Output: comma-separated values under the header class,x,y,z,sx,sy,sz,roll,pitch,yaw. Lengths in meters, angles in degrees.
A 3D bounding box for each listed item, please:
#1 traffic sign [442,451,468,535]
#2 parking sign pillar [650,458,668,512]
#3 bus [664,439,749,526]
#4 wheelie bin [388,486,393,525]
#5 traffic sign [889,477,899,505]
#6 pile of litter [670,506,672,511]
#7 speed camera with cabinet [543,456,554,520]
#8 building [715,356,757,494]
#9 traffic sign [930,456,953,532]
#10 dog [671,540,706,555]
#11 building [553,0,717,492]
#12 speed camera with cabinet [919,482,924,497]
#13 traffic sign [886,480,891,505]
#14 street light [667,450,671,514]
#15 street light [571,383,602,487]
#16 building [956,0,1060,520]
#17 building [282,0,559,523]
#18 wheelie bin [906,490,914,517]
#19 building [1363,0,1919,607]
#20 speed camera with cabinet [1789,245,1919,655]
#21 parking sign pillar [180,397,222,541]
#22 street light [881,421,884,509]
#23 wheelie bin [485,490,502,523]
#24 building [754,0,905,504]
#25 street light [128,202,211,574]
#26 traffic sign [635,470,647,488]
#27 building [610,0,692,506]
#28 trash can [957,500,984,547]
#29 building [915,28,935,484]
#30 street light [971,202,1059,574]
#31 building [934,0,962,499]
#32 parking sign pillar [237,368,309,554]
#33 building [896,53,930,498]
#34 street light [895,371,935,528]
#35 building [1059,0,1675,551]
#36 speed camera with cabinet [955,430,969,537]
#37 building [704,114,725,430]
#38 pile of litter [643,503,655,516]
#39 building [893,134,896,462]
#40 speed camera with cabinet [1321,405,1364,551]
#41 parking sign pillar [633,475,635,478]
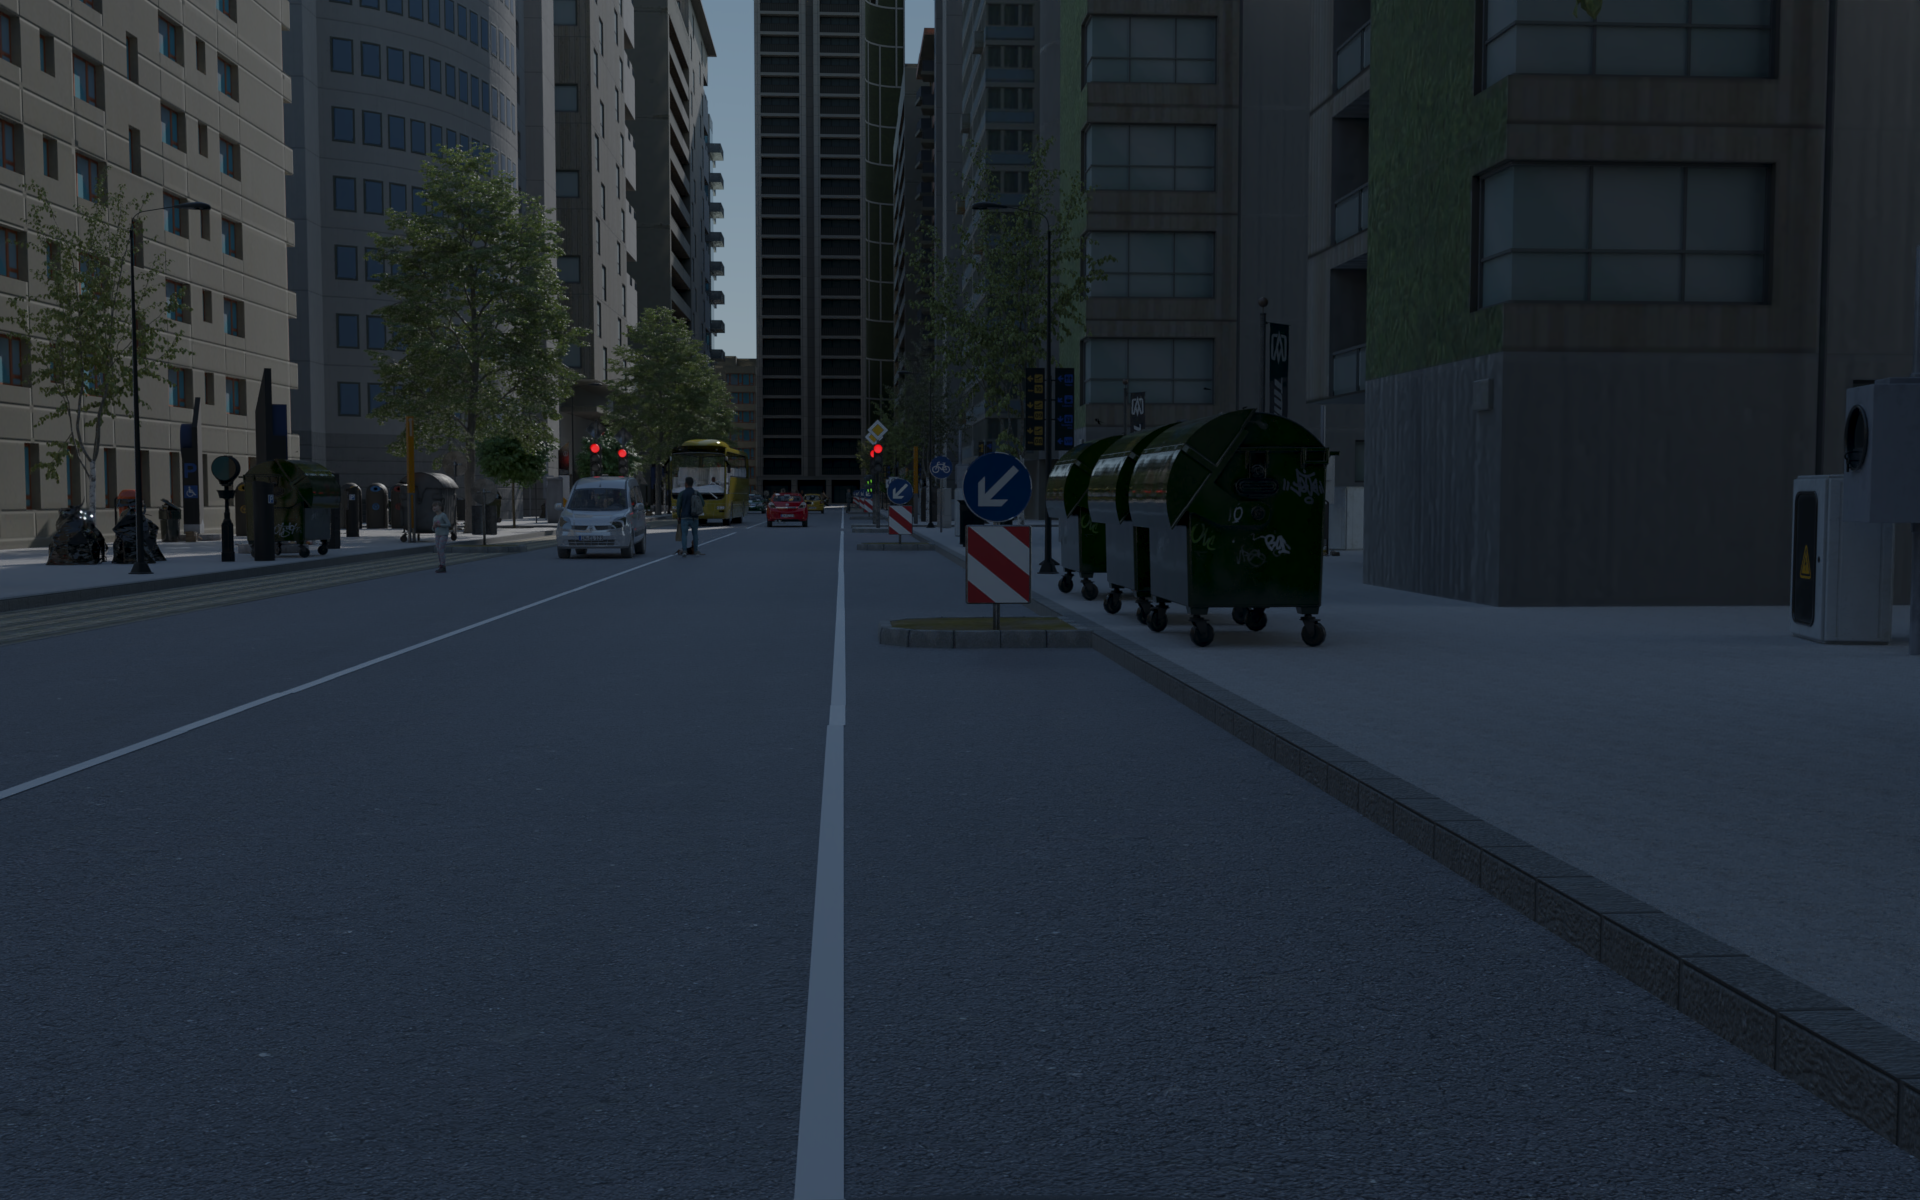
class,x,y,z,sx,sy,sz,roll,pitch,yaw
traffic sign,-14.883,-3.115,51.030,0.768,2.556,0.104,0,4,2
parking sign pillar,-21.657,-8.346,124.925,1.447,3.967,1.447,1,4,13
bus,-11.699,-5.505,81.549,2.896,3.916,12.252,0,4,-2
wheelie bin,-23.238,-3.895,71.598,0.980,1.594,0.693,1,4,10
traffic sign,-3.950,-6.210,103.659,0.606,2.300,0.079,0,4,2
pile of litter,-23.900,-7.907,143.238,1.719,0.858,1.176,0,4,3
speed camera with cabinet,-20.027,-5.598,85.863,0.660,3.252,2.038,-2,4,-35
building,-42.901,-24.565,246.682,28.899,21.520,27.650,0,4,-4
traffic sign,-0.628,-3.528,57.784,0.768,2.556,0.104,0,4,4
dog,-6.384,-1.254,40.695,0.748,0.427,0.550,3,5,42
building,-40.504,-36.195,181.029,28.713,52.752,27.495,0,4,-4
speed camera with cabinet,-3.092,-7.743,120.926,0.660,3.252,2.038,1,4,17
traffic sign,-4.842,-7.221,120.187,0.606,2.300,0.079,0,4,5
street light,-18.115,-8.462,110.894,1.470,5.913,1.316,0,4,-4
street light,-15.671,-6.118,72.577,1.470,5.913,1.316,0,4,-4
building,12.319,-24.429,91.295,23.993,40.220,32.217,0,4,-4
building,-33.275,-33.302,86.487,21.231,58.520,28.212,0,4,-4
wheelie bin,-2.726,-5.466,97.269,0.693,1.594,0.980,0,4,7
building,12.649,-20.923,25.680,14.154,41.232,14.086,0,4,-4
speed camera with cabinet,7.606,-1.238,14.576,0.660,3.252,2.038,1,4,10
parking sign pillar,-21.095,-3.616,47.599,1.447,3.967,1.447,-1,4,-19
street light,-4.609,-8.410,110.038,1.470,5.913,1.316,0,4,-4
wheelie bin,-20.886,-4.246,77.335,0.980,1.594,0.693,3,5,44
building,-17.960,-49.233,243.217,20.611,71.187,20.563,0,4,-4
street light,-12.610,-3.371,27.658,1.470,5.913,1.316,0,4,-4
traffic sign,-17.496,-5.785,94.590,0.884,2.594,0.081,0,4,3
building,-35.975,-32.612,156.904,21.300,48.544,21.600,0,4,-4
trash can,0.293,-1.860,42.072,0.748,1.137,0.748,0,3,0
building,7.072,-31.131,163.614,22.147,44.769,28.867,0,4,-4
street light,0.880,-3.375,27.717,1.470,5.913,1.316,0,4,-4
building,8.678,-35.490,122.265,21.231,58.520,28.212,0,4,-4
parking sign pillar,-15.020,-3.015,37.768,1.447,3.967,1.447,-2,4,-31
building,4.299,-34.548,188.556,21.300,48.544,21.600,0,4,-4
street light,-1.650,-5.683,65.453,1.470,5.913,1.316,0,4,-4
building,9.543,-22.261,47.566,14.154,41.232,14.086,0,4,-4
speed camera with cabinet,0.166,-3.591,53.055,0.660,3.252,2.038,0,4,2
building,-43.682,-35.890,206.403,30.456,49.044,23.786,0,4,-4
pile of litter,-18.561,-5.383,101.982,1.176,0.858,1.719,3,4,36
building,2.892,-35.918,210.958,21.300,48.544,21.600,0,4,-4
speed camera with cabinet,8.512,-2.751,39.317,2.038,3.252,0.660,-3,5,-40
parking sign pillar,-27.930,-9.678,146.701,1.447,3.967,1.447,-2,4,-24
